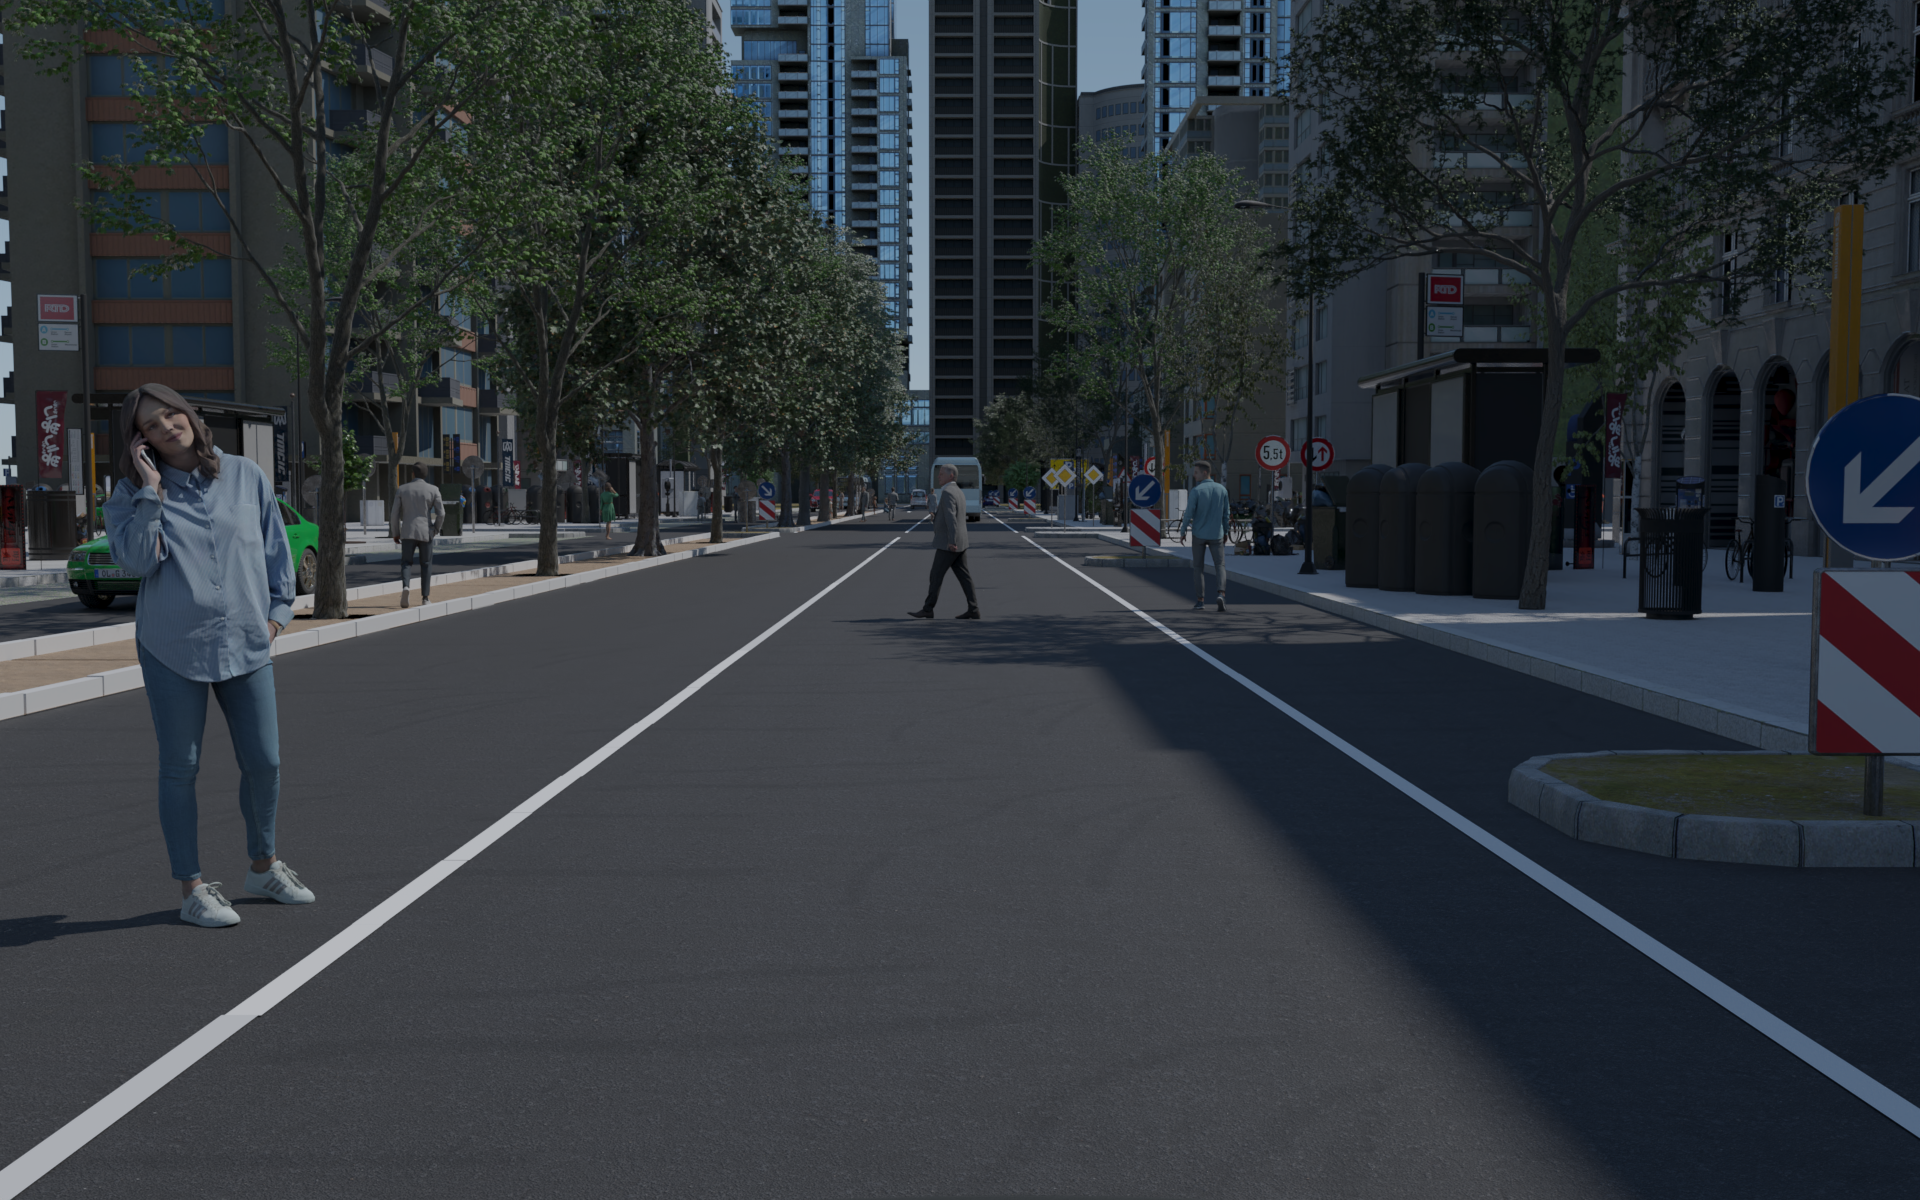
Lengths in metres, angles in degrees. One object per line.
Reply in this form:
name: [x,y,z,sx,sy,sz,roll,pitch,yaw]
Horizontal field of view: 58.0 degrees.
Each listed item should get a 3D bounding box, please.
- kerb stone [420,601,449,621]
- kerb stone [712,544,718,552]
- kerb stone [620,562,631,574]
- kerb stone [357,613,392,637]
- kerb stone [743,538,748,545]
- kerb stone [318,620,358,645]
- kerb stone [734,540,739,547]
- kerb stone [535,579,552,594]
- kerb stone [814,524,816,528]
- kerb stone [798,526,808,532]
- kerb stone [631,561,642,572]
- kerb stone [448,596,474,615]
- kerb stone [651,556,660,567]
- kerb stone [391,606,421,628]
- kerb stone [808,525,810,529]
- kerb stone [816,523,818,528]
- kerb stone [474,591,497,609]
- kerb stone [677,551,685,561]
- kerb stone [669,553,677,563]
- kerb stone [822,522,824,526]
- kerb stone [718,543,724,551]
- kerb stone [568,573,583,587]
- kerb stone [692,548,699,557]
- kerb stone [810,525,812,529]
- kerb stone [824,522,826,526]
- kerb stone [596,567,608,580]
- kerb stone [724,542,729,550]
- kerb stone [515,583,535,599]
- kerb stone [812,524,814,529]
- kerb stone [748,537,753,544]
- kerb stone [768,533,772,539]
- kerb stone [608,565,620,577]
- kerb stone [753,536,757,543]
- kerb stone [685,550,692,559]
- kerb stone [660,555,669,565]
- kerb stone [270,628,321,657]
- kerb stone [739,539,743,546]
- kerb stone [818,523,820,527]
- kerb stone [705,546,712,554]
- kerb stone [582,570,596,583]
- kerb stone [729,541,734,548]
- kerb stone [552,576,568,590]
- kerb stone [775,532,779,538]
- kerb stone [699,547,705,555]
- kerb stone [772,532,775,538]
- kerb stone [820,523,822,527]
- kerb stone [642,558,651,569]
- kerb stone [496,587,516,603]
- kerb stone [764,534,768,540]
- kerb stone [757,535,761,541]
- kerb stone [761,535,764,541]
kerb stone: [-6.118,0.139,19.923,0.120,0.150,1.000,0,3,0]
kerb stone: [-6.137,-1.241,42.487,0.120,0.150,1.000,0,3,0]
kerb stone: [-6.122,-0.546,31.201,0.120,0.150,1.000,0,3,0]
kerb stone: [-6.110,0.264,17.871,0.120,0.150,1.000,0,3,0]
kerb stone: [-6.143,-1.616,48.629,0.120,0.150,1.000,0,3,0]
kerb stone: [-6.113,0.327,16.848,0.120,0.150,1.000,0,3,0]
kerb stone: [-6.143,-1.490,46.584,0.120,0.150,1.000,0,3,0]
kerb stone: [-6.118,-0.173,25.054,0.120,0.150,1.000,0,3,0]
kerb stone: [-6.154,-3.025,71.698,0.120,0.150,1.000,0,3,0]
kerb stone: [-6.152,-2.777,67.599,0.120,0.150,1.000,0,3,0]
kerb stone: [-6.125,-0.613,32.223,0.120,0.150,1.000,0,3,0]
kerb stone: [-6.114,0.076,20.949,0.120,0.150,1.000,0,3,0]
kerb stone: [-6.133,-0.738,34.267,0.120,0.150,1.000,0,3,0]
kerb stone: [-6.122,0.206,18.902,0.120,0.150,1.000,0,3,0]
kerb stone: [-6.160,-2.835,68.623,0.120,0.150,1.000,0,3,0]
kerb stone: [-6.149,-3.088,72.727,0.120,0.150,1.000,0,3,0]
kerb stone: [-6.109,0.019,21.984,0.120,0.150,1.000,0,3,0]
kerb stone: [-6.132,-0.927,37.348,0.120,0.150,1.000,0,3,0]
kerb stone: [-6.133,-0.861,36.316,0.120,0.150,1.000,0,3,0]
kerb stone: [-6.166,-3.279,75.815,0.120,0.150,1.000,0,3,0]
kerb stone: [-6.133,-1.304,43.509,0.120,0.150,1.000,0,3,0]
kerb stone: [-6.115,-0.300,27.097,0.120,0.150,1.000,0,3,0]
kerb stone: [-6.132,-1.052,39.399,0.120,0.150,1.000,0,3,0]
kerb stone: [-6.164,-2.902,69.647,0.120,0.150,1.000,0,3,0]
kerb stone: [-6.165,-3.342,76.838,0.120,0.150,1.000,0,3,0]
kerb stone: [-6.127,-0.422,29.153,0.120,0.150,1.000,0,3,0]
kerb stone: [-6.135,-1.365,44.531,0.120,0.150,1.000,0,3,0]
kerb stone: [-6.116,-0.112,24.029,0.120,0.150,1.000,0,3,0]
kerb stone: [-6.164,-2.964,70.675,0.120,0.150,1.000,0,3,0]
kerb stone: [-6.140,-1.679,49.651,0.120,0.150,1.000,0,3,0]
kerb stone: [-6.150,-1.990,54.765,0.120,0.150,1.000,0,3,0]
kerb stone: [-6.125,-0.486,30.179,0.120,0.150,1.000,0,3,0]
kerb stone: [-6.142,-1.739,50.673,0.120,0.150,1.000,0,3,0]
kerb stone: [-6.125,-0.984,38.371,0.120,0.150,1.000,0,3,0]
kerb stone: [-6.129,-0.798,35.289,0.120,0.150,1.000,0,3,0]
kerb stone: [-6.110,0.396,15.821,0.120,0.150,1.000,0,3,0]
kerb stone: [-6.145,-1.554,47.605,0.120,0.150,1.000,0,3,0]
kerb stone: [-6.165,-3.153,73.750,0.120,0.150,1.000,0,3,0]
kerb stone: [-6.134,-1.177,41.445,0.120,0.150,1.000,0,3,0]
kerb stone: [-6.119,-0.363,28.131,0.120,0.150,1.000,0,3,0]
kerb stone: [-6.137,-1.418,45.562,0.120,0.150,1.000,0,3,0]
kerb stone: [-6.120,-0.237,26.076,0.120,0.150,1.000,0,3,0]
kerb stone: [-6.146,-2.117,56.809,0.120,0.150,1.000,0,3,0]
kerb stone: [-6.138,-1.110,40.421,0.120,0.150,1.000,0,3,0]
kerb stone: [-6.143,-2.055,55.787,0.120,0.150,1.000,0,3,0]
kerb stone: [-6.160,-3.214,74.785,0.120,0.150,1.000,0,3,0]
kerb stone: [-6.126,-0.665,33.246,0.120,0.150,1.000,0,3,0]
kerb stone: [-6.118,-0.049,23.007,0.120,0.150,1.000,0,3,0]
kerb stone: [-6.148,-1.927,53.743,0.120,0.150,1.000,0,3,0]
kerb stone: [-6.138,-1.804,51.695,0.120,0.150,1.000,0,3,0]
kerb stone: [-6.149,-1.867,52.720,0.120,0.150,1.000,0,3,0]
